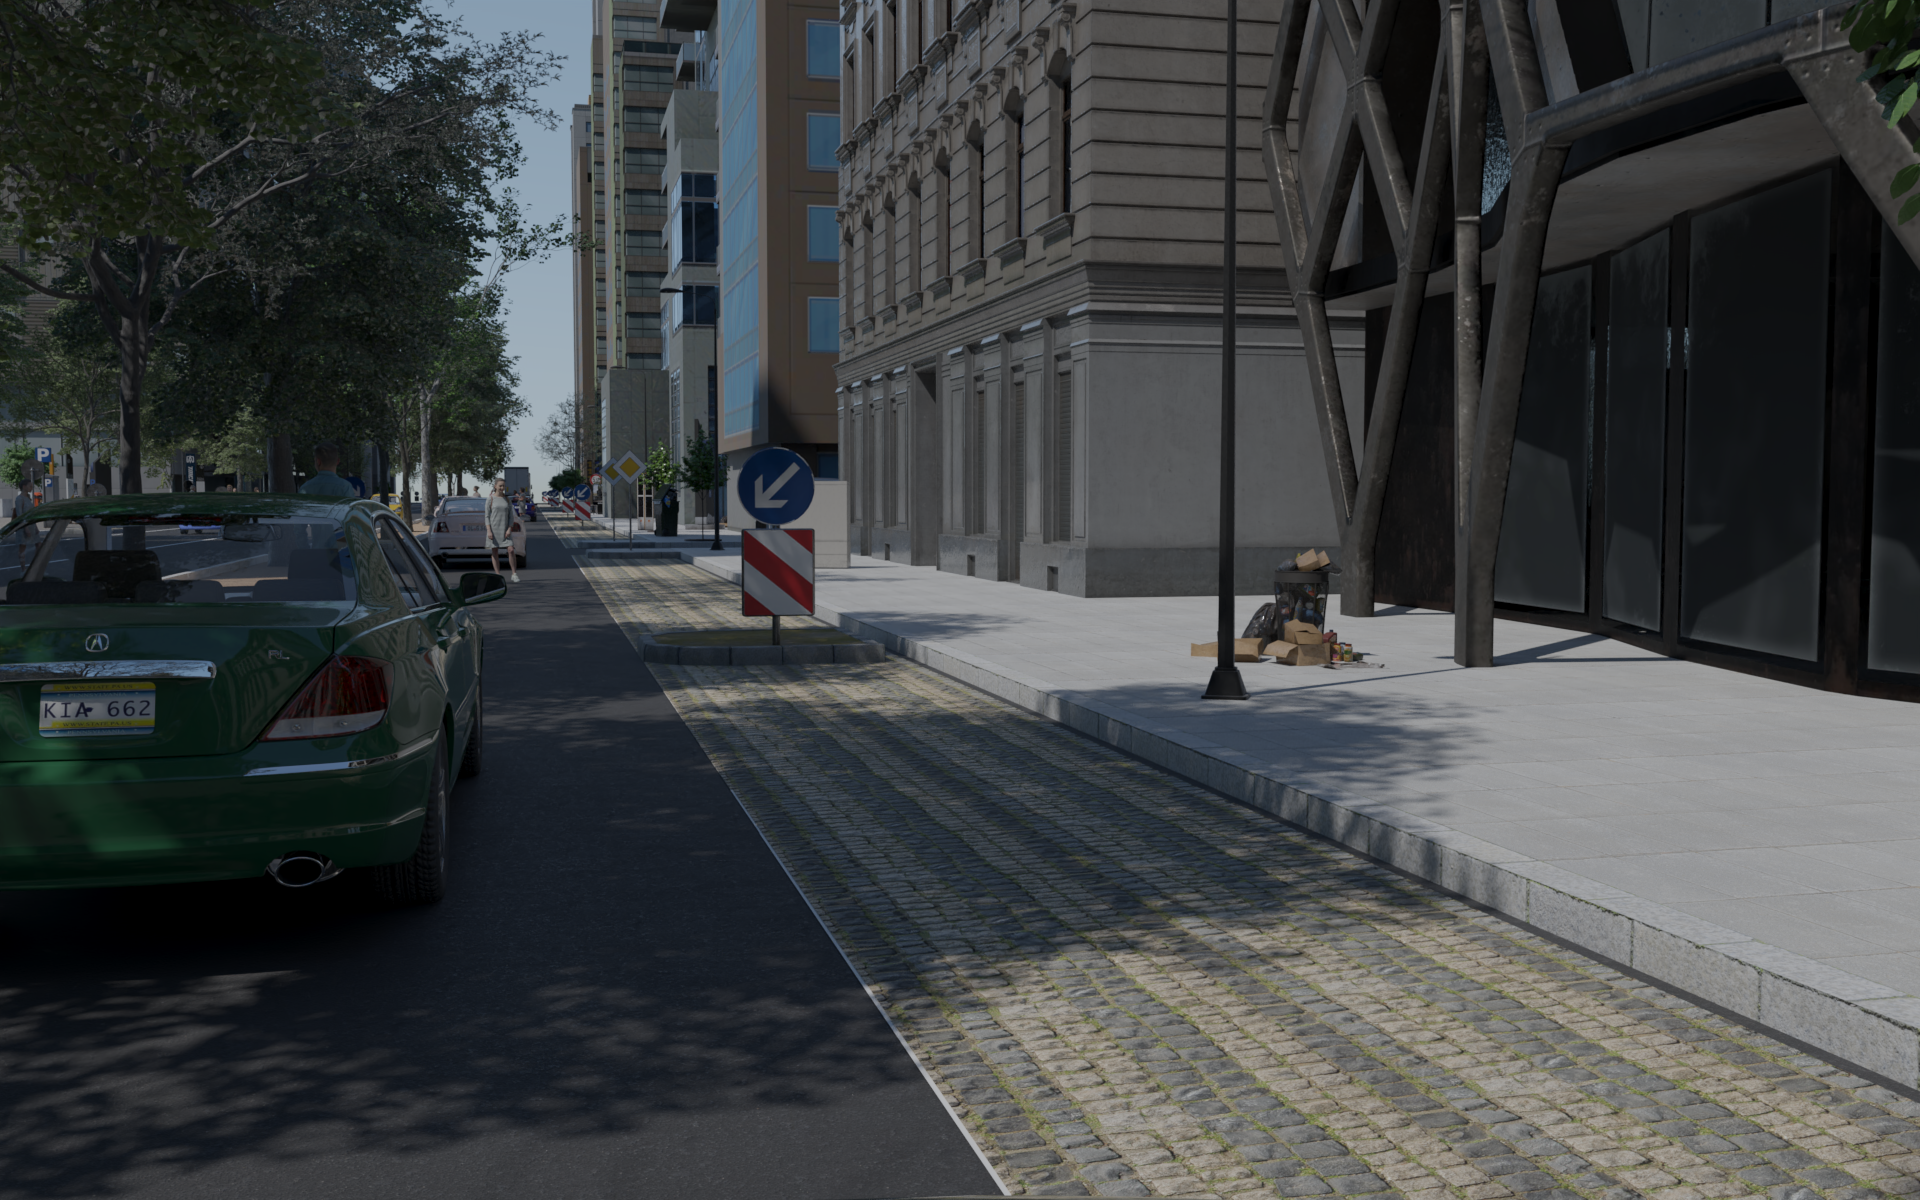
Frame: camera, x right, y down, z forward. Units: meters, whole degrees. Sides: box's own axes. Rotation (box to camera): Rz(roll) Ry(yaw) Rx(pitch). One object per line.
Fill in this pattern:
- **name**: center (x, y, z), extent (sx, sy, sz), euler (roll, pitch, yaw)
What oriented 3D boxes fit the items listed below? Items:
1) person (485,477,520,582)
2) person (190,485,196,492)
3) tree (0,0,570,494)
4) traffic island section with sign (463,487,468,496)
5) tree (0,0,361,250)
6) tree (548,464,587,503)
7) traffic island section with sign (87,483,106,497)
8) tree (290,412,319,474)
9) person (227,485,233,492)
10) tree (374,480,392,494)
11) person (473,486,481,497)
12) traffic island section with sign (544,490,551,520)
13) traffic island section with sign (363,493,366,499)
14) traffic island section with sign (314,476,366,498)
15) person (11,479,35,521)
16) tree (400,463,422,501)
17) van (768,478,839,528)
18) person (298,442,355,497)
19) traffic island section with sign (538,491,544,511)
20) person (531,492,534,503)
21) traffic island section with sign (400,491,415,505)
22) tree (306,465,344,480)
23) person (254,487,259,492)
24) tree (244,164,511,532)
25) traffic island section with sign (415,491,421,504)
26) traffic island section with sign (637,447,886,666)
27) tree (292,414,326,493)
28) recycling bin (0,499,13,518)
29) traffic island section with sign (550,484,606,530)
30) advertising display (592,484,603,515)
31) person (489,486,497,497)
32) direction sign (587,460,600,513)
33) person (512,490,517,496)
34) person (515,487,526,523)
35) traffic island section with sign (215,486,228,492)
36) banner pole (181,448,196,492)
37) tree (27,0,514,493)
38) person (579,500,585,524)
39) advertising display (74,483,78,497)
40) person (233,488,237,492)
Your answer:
- **person**: center (-7.497, -1.147, 28.258), extent (0.512, 1.701, 0.522), euler (-2, 4, -32)
- **person**: center (-32.827, -4.017, 74.347), extent (0.590, 1.801, 0.661), euler (-2, 4, -33)
- **tree**: center (-9.958, -6.587, 20.520), extent (12.009, 13.543, 11.850), euler (0, 3, 0)
- **traffic island section with sign**: center (-33.911, -6.728, 118.142), extent (2.006, 1.907, 1.989), euler (-1, 4, -14)
- **tree**: center (-7.617, -5.530, 11.002), extent (7.486, 12.596, 7.792), euler (0, 3, 0)
- **tree**: center (-42.265, -12.521, 188.424), extent (4.285, 4.588, 4.351), euler (0, 3, 0)
- **traffic island section with sign**: center (-31.814, -3.370, 63.726), extent (1.989, 1.847, 2.006), euler (-1, 4, -14)
- **tree**: center (-50.622, -11.035, 130.780), extent (4.360, 8.622, 3.978), euler (0, 3, 0)
- **person**: center (-24.839, -3.016, 58.490), extent (0.598, 1.740, 0.731), euler (2, 4, 24)
- **tree**: center (-73.244, -13.762, 219.608), extent (1.663, 3.219, 1.824), euler (0, 3, 0)
- **person**: center (-20.128, -3.852, 71.822), extent (0.599, 1.781, 0.374), euler (2, 4, 32)
- **traffic island section with sign**: center (-21.678, -5.293, 95.172), extent (1.989, 1.847, 2.006), euler (-1, 4, -14)
- **traffic island section with sign**: center (-57.232, -9.625, 166.004), extent (1.989, 1.847, 2.006), euler (-1, 4, -14)
- **traffic island section with sign**: center (-15.776, -2.268, 45.216), extent (2.006, 1.907, 1.989), euler (-1, 4, -14)
- **person**: center (-16.251, -1.263, 30.160), extent (0.522, 1.701, 0.512), euler (0, 4, -4)
- **tree**: center (-84.597, -19.380, 267.220), extent (4.360, 8.622, 3.978), euler (0, 3, 0)
- **van**: center (-2.772, -2.246, 43.739), extent (4.112, 2.044, 2.013), euler (-1, 4, -15)
- **person**: center (-5.032, -0.325, 13.674), extent (0.638, 1.841, 0.748), euler (2, 4, 33)
- **traffic island section with sign**: center (-33.673, -8.246, 143.457), extent (1.989, 1.847, 2.006), euler (-1, 4, -14)
- **person**: center (-66.715, -15.932, 269.788), extent (0.445, 1.727, 0.742), euler (3, 5, 44)
- **traffic island section with sign**: center (-70.536, -12.900, 219.542), extent (1.989, 1.847, 2.006), euler (-1, 4, -14)
- **tree**: center (-58.886, -10.820, 160.614), extent (4.285, 4.588, 4.351), euler (0, 3, 0)
- **person**: center (-38.670, -5.288, 95.202), extent (0.529, 1.795, 0.600), euler (-3, 4, -38)
- **tree**: center (-18.095, -7.691, 53.962), extent (9.928, 11.665, 9.643), euler (0, 3, 0)
- **traffic island section with sign**: center (-77.165, -14.532, 246.229), extent (1.989, 1.847, 2.006), euler (-1, 4, -14)
- **traffic island section with sign**: center (-1.832, -0.410, 15.337), extent (1.989, 1.847, 2.006), euler (-1, 4, -14)
- **tree**: center (-51.607, -11.328, 135.571), extent (4.737, 8.622, 4.395), euler (0, 3, 0)
- **recycling bin**: center (-52.083, -4.994, 94.213), extent (0.722, 1.027, 0.722), euler (1, 4, 15)
- **traffic island section with sign**: center (-15.171, -3.693, 69.011), extent (1.989, 1.847, 2.006), euler (-1, 4, -14)
- **advertising display**: center (-22.462, -6.296, 108.152), extent (0.974, 1.923, 0.123), euler (-2, 4, -23)
- **person**: center (-17.619, -3.485, 66.074), extent (0.643, 1.750, 0.593), euler (3, 4, 36)
- **direction sign**: center (-24.299, -7.511, 114.809), extent (0.876, 3.537, 0.379), euler (-2, 4, -35)
- **person**: center (-34.119, -7.540, 132.497), extent (1.217, 1.743, 0.721), euler (2, 4, 31)
- **person**: center (-21.684, -4.685, 85.453), extent (0.532, 1.782, 0.716), euler (-1, 4, -15)
- **traffic island section with sign**: center (-38.316, -4.970, 89.888), extent (1.989, 1.847, 2.006), euler (-1, 4, -14)
- **banner pole**: center (-41.986, -6.370, 94.169), extent (0.863, 3.779, 0.401), euler (-1, 4, -14)
- **tree**: center (-13.308, -7.623, 33.756), extent (9.857, 13.997, 8.962), euler (0, 3, 0)
- **person**: center (-18.207, -4.567, 83.745), extent (0.524, 1.755, 0.480), euler (-2, 4, -25)
- **advertising display**: center (-51.511, -5.836, 100.634), extent (0.123, 1.923, 0.974), euler (0, 4, -7)
- **person**: center (-39.843, -5.272, 95.243), extent (0.519, 1.759, 0.362), euler (-3, 5, -40)
